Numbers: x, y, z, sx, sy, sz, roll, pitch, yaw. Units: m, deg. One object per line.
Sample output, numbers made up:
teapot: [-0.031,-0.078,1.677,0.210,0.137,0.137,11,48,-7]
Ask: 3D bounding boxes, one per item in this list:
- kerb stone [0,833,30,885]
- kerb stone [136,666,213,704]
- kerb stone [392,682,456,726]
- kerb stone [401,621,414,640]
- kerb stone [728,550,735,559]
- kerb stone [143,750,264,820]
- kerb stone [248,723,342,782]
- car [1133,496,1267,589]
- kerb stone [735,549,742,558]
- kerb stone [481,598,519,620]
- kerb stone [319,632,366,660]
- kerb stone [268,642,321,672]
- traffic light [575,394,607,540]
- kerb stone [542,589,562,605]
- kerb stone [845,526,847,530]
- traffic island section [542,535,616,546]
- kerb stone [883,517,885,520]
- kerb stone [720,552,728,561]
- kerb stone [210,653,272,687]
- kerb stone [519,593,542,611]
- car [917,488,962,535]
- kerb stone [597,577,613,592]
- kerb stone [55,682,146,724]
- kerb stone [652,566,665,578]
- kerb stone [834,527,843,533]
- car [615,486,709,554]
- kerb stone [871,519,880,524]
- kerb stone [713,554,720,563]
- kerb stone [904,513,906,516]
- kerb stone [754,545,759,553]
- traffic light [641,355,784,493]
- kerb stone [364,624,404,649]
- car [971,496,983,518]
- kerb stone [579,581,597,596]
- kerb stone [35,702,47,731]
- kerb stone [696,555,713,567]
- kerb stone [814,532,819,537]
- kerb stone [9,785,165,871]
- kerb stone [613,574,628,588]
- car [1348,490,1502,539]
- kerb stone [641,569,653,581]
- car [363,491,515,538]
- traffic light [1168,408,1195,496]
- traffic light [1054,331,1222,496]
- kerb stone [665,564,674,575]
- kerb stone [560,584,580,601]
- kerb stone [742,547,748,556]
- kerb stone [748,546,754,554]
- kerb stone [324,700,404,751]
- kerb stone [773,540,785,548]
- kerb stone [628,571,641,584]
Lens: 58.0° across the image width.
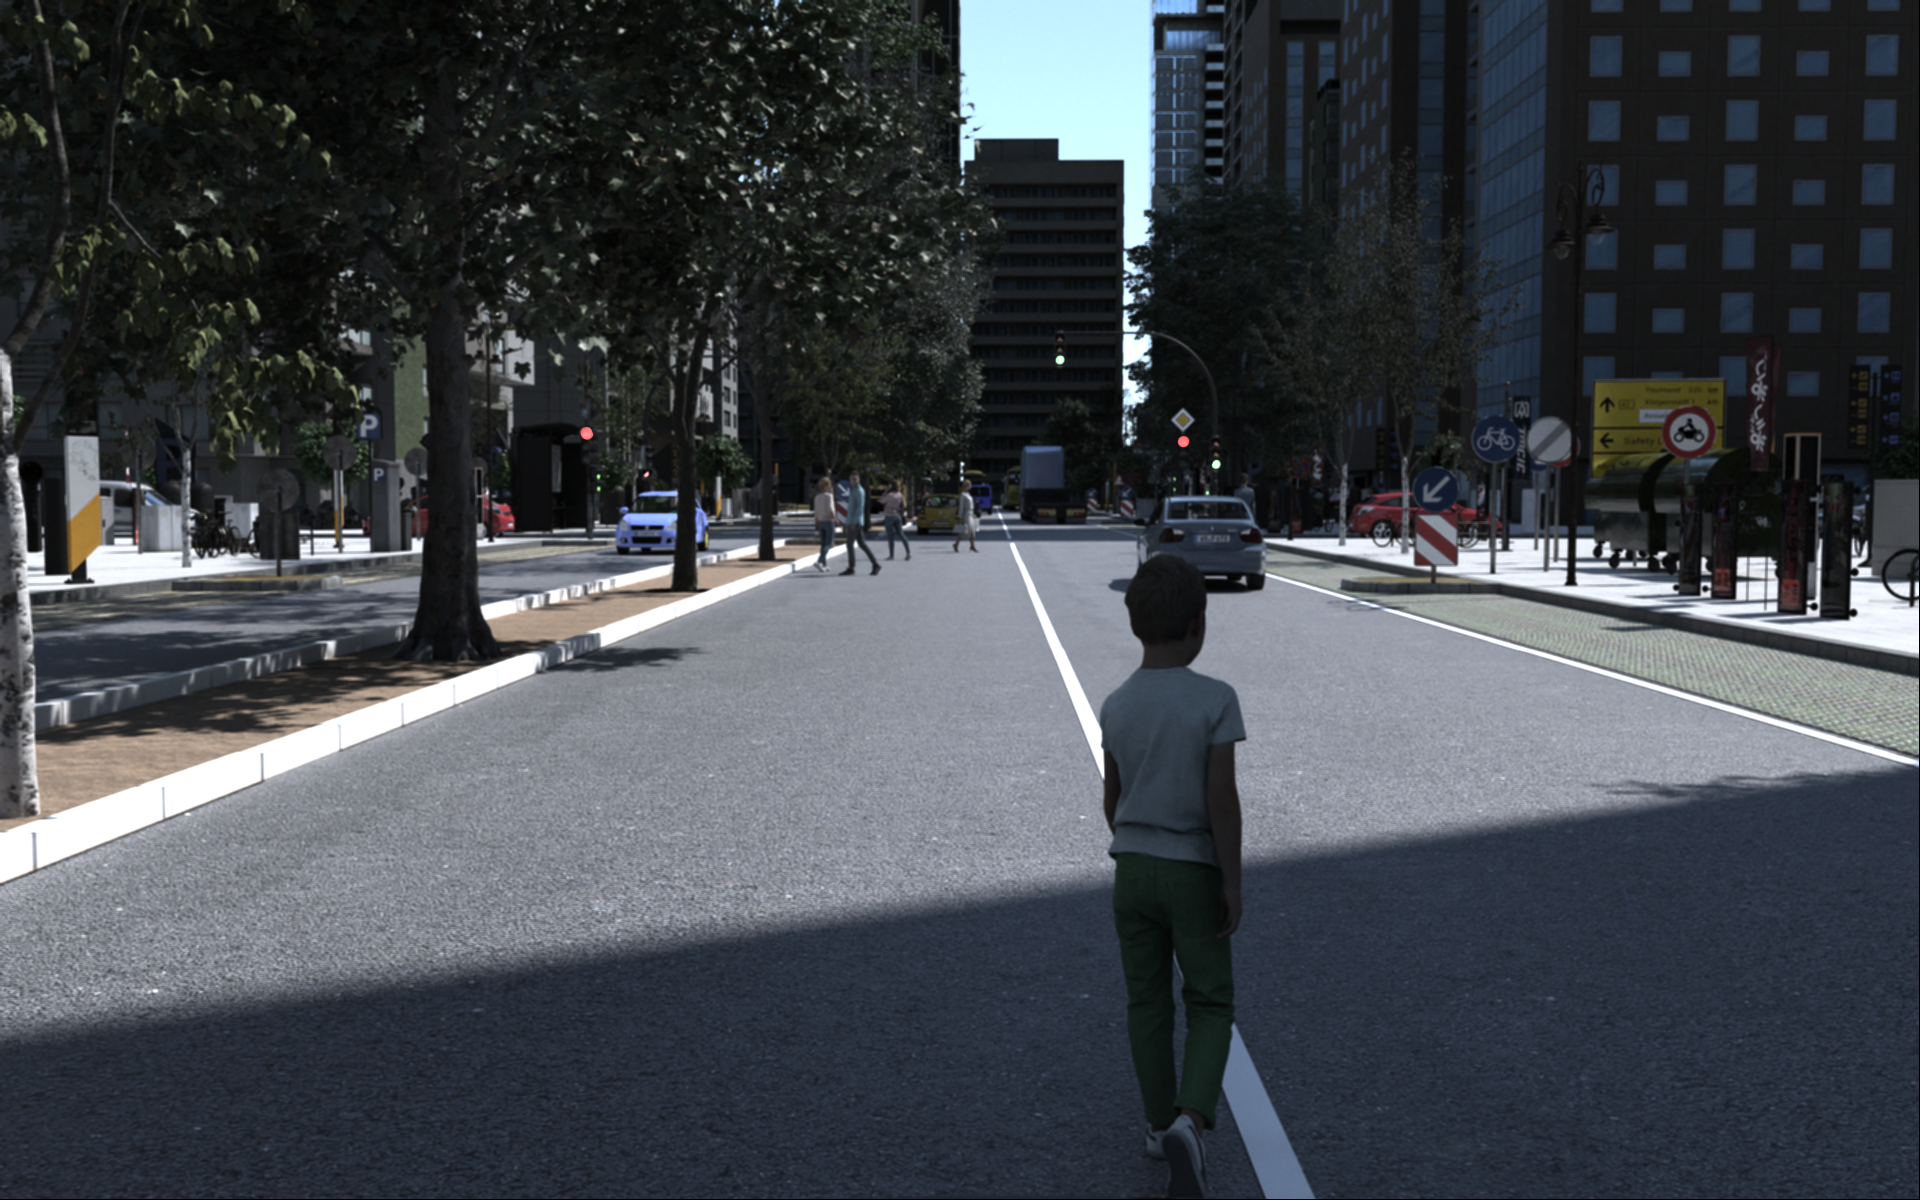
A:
kerb stone: [-3.579,0.987,6.055,0.120,0.150,1.000,0,4,1]
kerb stone: [-5.572,0.610,12.217,0.120,0.150,1.000,0,4,1]
kerb stone: [-3.484,0.675,11.181,0.120,0.150,1.000,0,4,1]
kerb stone: [-5.479,0.297,17.337,0.120,0.150,1.000,0,4,1]
kerb stone: [-5.117,-0.959,37.867,0.120,0.150,1.000,0,4,1]
kerb stone: [-3.541,0.862,8.101,0.120,0.150,1.000,0,4,1]
kerb stone: [-3.518,0.803,9.123,0.120,0.150,1.000,0,4,1]
car: [3.763,-0.939,27.350,2.014,1.417,4.499,0,4,2]
kerb stone: [-5.089,-1.020,38.895,0.120,0.150,1.000,0,4,1]
kerb stone: [-5.422,0.109,20.407,0.120,0.150,1.000,0,4,1]
kerb stone: [-5.513,0.422,15.294,0.120,0.150,1.000,0,4,1]
kerb stone: [-5.536,0.485,14.264,0.120,0.150,1.000,0,4,1]
traffic light: [-10.417,-3.662,48.796,0.839,4.253,0.868,0,4,1]
kerb stone: [-5.386,-0.013,22.467,0.120,0.150,1.000,0,4,1]
kerb stone: [-4.593,-2.743,67.094,0.120,0.150,1.000,0,4,1]
traffic island section: [-10.457,-1.630,48.931,2.009,0.180,2.903,0,4,1]
kerb stone: [-4.165,-4.190,90.704,0.120,0.150,1.000,0,4,1]
kerb stone: [-5.128,-0.892,36.842,0.120,0.150,1.000,0,4,1]
kerb stone: [-5.546,0.548,13.239,0.120,0.150,1.000,0,4,1]
kerb stone: [-5.398,0.046,21.436,0.120,0.150,1.000,0,4,1]
car: [-0.575,-3.152,61.752,2.015,1.641,3.980,0,4,3]
kerb stone: [-5.326,-0.204,25.556,0.120,0.150,1.000,0,4,1]
kerb stone: [-5.585,0.673,11.196,0.120,0.150,1.000,0,4,1]
kerb stone: [-5.256,-0.457,29.659,0.120,0.150,1.000,0,4,1]
kerb stone: [-4.601,-2.683,66.067,0.120,0.150,1.000,0,4,1]
car: [-7.244,-1.998,42.252,1.945,1.707,3.694,0,4,2]
kerb stone: [-4.238,-3.939,86.595,0.120,0.150,1.000,0,4,1]
kerb stone: [-5.149,-0.832,35.819,0.120,0.150,1.000,0,4,1]
kerb stone: [-3.642,-6.008,120.423,0.120,0.150,1.000,0,4,1]
kerb stone: [-5.036,-1.209,41.968,0.120,0.150,1.000,0,4,1]
traffic light: [-8.182,-5.022,56.778,4.771,5.953,1.251,0,4,1]
kerb stone: [-5.495,0.360,16.315,0.120,0.150,1.000,0,4,1]
car: [0.421,-5.703,105.820,1.945,1.354,3.894,0,4,2]
kerb stone: [-5.354,-0.143,24.534,0.120,0.150,1.000,0,4,1]
kerb stone: [-5.604,0.735,10.174,0.120,0.150,1.000,0,4,1]
kerb stone: [-5.158,-0.768,34.789,0.120,0.150,1.000,0,4,1]
kerb stone: [-4.757,-2.181,57.859,0.120,0.150,1.000,0,4,1]
kerb stone: [-3.558,0.925,7.079,0.120,0.150,1.000,0,4,1]
kerb stone: [-5.303,-0.269,26.589,0.120,0.150,1.000,0,4,1]
car: [13.763,-2.573,51.107,4.494,1.783,2.155,0,4,2]
kerb stone: [-5.274,-0.389,28.638,0.120,0.150,1.000,0,4,1]
car: [-15.819,-2.657,52.479,4.494,1.783,2.155,0,4,1]
traffic light: [7.234,-4.132,56.485,0.839,4.253,0.868,0,4,1]
traffic light: [4.998,-4.509,48.397,4.771,5.953,1.251,0,4,1]
kerb stone: [-5.236,-0.520,30.691,0.120,0.150,1.000,0,4,1]
kerb stone: [-5.367,-0.080,23.497,0.120,0.150,1.000,0,4,1]
kerb stone: [-5.074,-1.084,39.922,0.120,0.150,1.000,0,4,1]
kerb stone: [-5.049,-1.147,40.946,0.120,0.150,1.000,0,4,1]
kerb stone: [-3.501,0.737,10.150,0.120,0.150,1.000,0,4,1]
kerb stone: [-4.949,-1.523,47.099,0.120,0.150,1.000,0,4,1]
kerb stone: [-5.291,-0.330,27.616,0.120,0.150,1.000,0,4,1]
